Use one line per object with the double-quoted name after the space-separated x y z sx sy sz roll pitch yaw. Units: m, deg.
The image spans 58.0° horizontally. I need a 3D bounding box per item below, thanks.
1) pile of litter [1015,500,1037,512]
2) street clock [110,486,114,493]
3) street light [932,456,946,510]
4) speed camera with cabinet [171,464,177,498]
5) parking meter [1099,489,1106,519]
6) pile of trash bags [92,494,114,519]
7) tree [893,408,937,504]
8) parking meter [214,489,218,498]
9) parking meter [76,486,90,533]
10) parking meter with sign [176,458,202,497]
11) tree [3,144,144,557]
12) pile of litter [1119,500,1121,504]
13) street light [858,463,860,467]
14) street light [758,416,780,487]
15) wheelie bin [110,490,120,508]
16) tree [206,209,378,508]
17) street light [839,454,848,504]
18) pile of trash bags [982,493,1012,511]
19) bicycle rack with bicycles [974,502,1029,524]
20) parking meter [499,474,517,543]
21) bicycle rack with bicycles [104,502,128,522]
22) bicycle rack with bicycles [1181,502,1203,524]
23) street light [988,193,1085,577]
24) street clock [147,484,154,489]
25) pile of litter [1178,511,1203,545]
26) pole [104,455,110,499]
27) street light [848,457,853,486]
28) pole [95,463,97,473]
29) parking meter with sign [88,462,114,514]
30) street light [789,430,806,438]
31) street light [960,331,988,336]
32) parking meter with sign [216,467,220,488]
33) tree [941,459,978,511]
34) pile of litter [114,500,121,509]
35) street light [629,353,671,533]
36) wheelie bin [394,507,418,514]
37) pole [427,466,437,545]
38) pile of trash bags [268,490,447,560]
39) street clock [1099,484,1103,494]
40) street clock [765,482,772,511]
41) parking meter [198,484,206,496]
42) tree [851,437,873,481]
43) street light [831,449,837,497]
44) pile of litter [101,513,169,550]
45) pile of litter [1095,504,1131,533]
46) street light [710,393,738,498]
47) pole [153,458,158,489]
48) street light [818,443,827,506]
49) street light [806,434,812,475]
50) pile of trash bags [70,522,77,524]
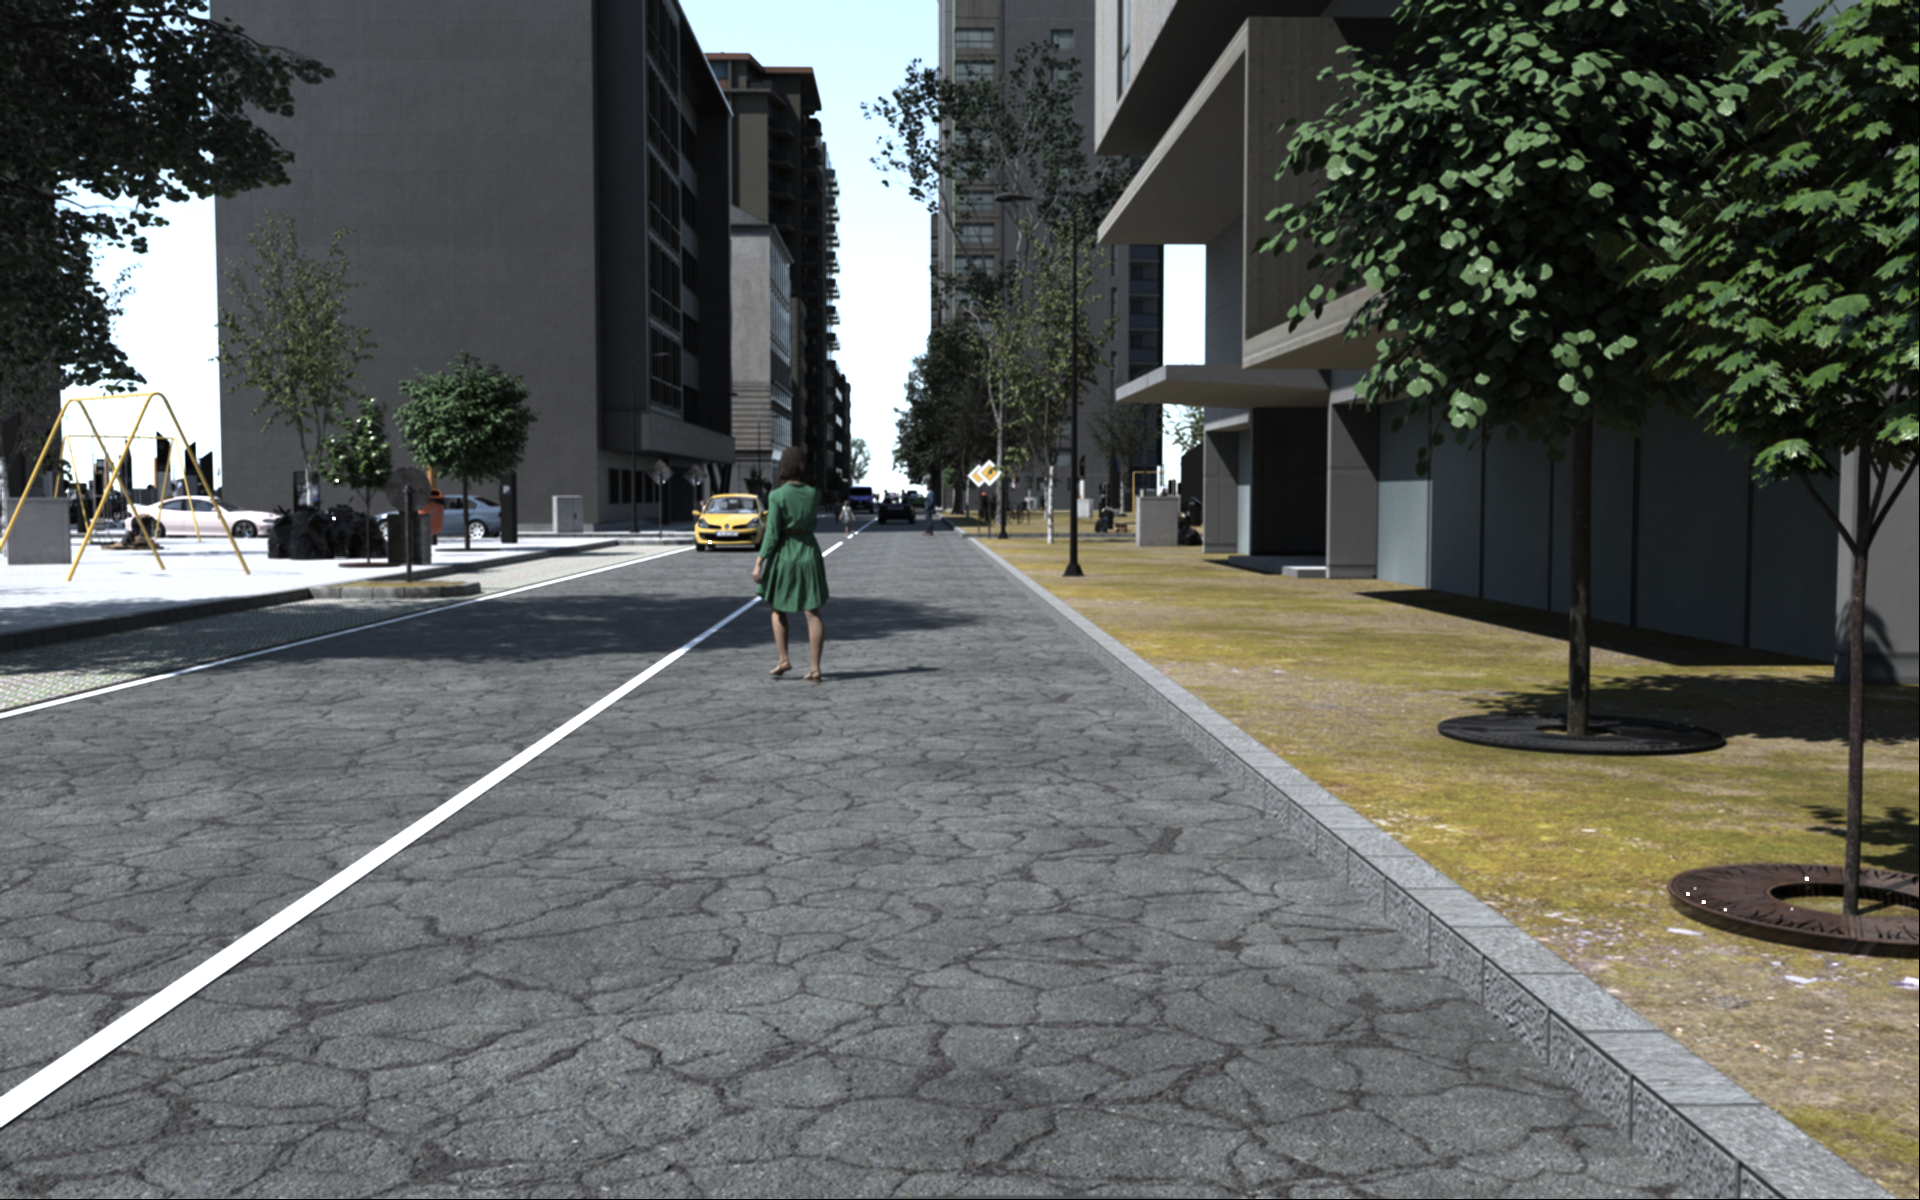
4.801 -6.819 125.462 1.719 0.858 1.176 0 4 -6 "pile of litter"
-64.496 -7.764 131.507 0.358 2.002 0.471 1 4 16 "street clock"
-1.811 -10.287 140.733 1.470 5.913 1.316 0 4 -2 "street light"
-52.542 -7.325 114.095 2.038 3.252 0.660 0 4 -5 "speed camera with cabinet"
7.476 -5.040 90.813 0.372 1.533 0.369 0 3 0 "parking meter"
-44.727 -4.873 89.427 1.912 1.369 3.447 -2 4 -35 "pile of trash bags"
-3.307 -19.012 217.504 9.857 13.997 8.962 0 3 0 "tree"
-37.392 -4.824 87.286 0.372 1.533 0.369 0 3 0 "parking meter"
-28.833 -2.969 56.949 0.372 1.533 0.369 0 3 0 "parking meter"
-36.880 -5.268 82.385 0.543 3.016 1.738 1 4 19 "parking meter with sign"
-19.121 -5.171 34.914 4.360 8.622 3.978 0 3 0 "tree"
11.868 -7.207 131.807 1.176 0.858 1.719 -2 4 -24 "pile of litter"
-15.720 -17.697 261.886 1.470 5.913 1.316 0 4 -2 "street light"
-11.332 -7.946 102.461 1.470 5.913 1.316 0 4 -2 "street light"
-61.715 -7.256 126.551 0.980 1.594 0.693 3 5 39 "wheelie bin"
-16.921 -5.765 44.613 4.737 8.622 4.395 0 3 0 "tree"
-14.105 -14.020 201.775 1.470 5.913 1.316 0 4 -2 "street light"
2.410 -7.243 128.170 1.912 1.369 3.447 -2 4 -29 "pile of trash bags"
1.740 -3.781 75.205 2.852 0.926 2.925 1 4 18 "bicycle rack with bicycles"
-11.803 -2.419 45.258 0.399 1.863 0.255 1 4 12 "parking meter"
-38.065 -4.038 79.403 2.852 0.926 2.925 1 4 21 "bicycle rack with bicycles"
9.477 -3.828 75.971 2.852 0.926 2.925 0 4 5 "bicycle rack with bicycles"
1.237 -3.326 26.924 1.470 5.913 1.316 0 4 -2 "street light"
-60.952 -7.700 130.464 0.358 2.002 0.471 3 5 41 "street clock"
5.747 -1.824 43.793 1.176 0.858 1.719 -2 4 -29 "pile of litter"
-45.036 -5.971 91.465 0.158 3.312 0.155 0 3 0 "pole"
-14.476 -14.942 216.837 1.470 5.913 1.316 0 4 -2 "street light"
-57.365 -7.418 115.126 0.158 3.312 0.155 0 3 0 "pole"
-46.737 -5.961 93.731 1.738 3.016 0.543 0 4 -7 "parking meter with sign"
-12.079 -9.324 124.982 1.470 5.913 1.316 0 4 -2 "street light"
0.700 -4.714 49.611 1.470 5.913 1.316 0 4 -2 "street light"
-48.823 -7.079 111.999 1.738 3.016 0.543 -3 5 -40 "parking meter with sign"
0.121 -9.250 134.949 4.285 4.588 4.351 0 3 0 "tree"
-58.416 -6.464 119.656 1.176 0.858 1.719 0 4 -6 "pile of litter"
-10.224 -5.177 57.192 1.470 5.913 1.316 0 4 -2 "street light"
-15.441 -2.494 48.685 0.980 1.594 0.693 -1 4 -19 "wheelie bin"
-13.258 -3.034 43.452 0.158 3.312 0.155 0 3 0 "pole"
-12.146 -1.552 35.122 3.447 1.369 1.912 -2 4 -33 "pile of trash bags"
9.920 -7.140 121.314 0.358 2.002 0.471 1 4 21 "street clock"
-11.812 -6.251 106.767 0.358 2.002 0.471 -3 5 -44 "street clock"
-41.346 -5.423 94.376 0.255 1.863 0.399 3 5 43 "parking meter"
-18.316 -22.376 291.602 9.928 11.665 9.643 0 3 0 "tree"
-13.568 -12.643 179.248 1.470 5.913 1.316 0 4 -2 "street light"
-19.143 -1.601 40.144 1.719 0.858 1.176 3 4 37 "pile of litter"
5.183 -2.696 58.047 1.719 0.858 1.176 -3 5 -43 "pile of litter"
-10.911 -6.555 79.715 1.470 5.913 1.316 0 4 -2 "street light"
-44.922 -6.297 96.806 0.158 3.312 0.155 0 3 0 "pole"
-12.898 -11.254 156.536 1.470 5.913 1.316 0 4 -2 "street light"
-12.288 -9.876 134.011 1.470 5.913 1.316 0 4 -2 "street light"
-39.618 -3.954 74.404 3.447 1.369 1.912 -2 4 -31 "pile of trash bags"
